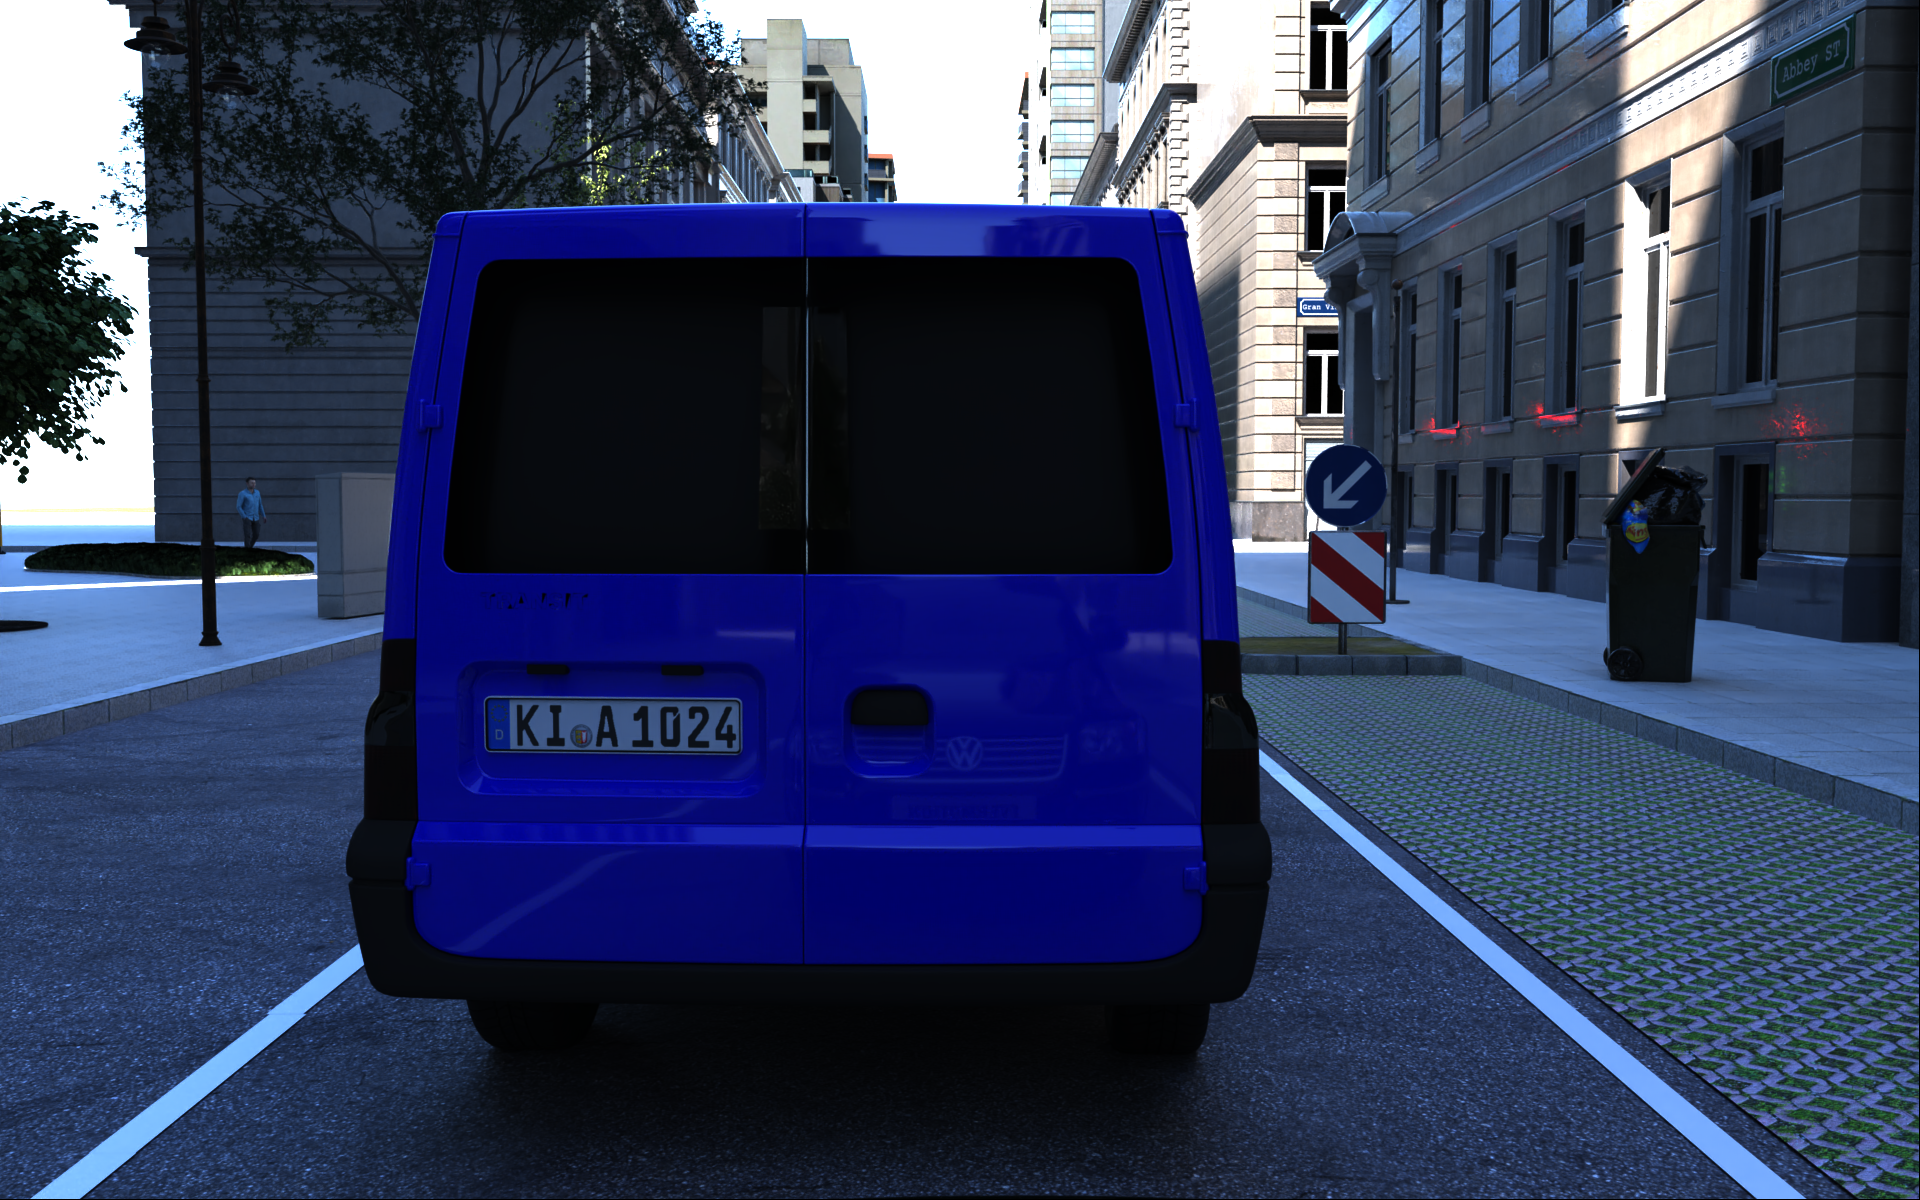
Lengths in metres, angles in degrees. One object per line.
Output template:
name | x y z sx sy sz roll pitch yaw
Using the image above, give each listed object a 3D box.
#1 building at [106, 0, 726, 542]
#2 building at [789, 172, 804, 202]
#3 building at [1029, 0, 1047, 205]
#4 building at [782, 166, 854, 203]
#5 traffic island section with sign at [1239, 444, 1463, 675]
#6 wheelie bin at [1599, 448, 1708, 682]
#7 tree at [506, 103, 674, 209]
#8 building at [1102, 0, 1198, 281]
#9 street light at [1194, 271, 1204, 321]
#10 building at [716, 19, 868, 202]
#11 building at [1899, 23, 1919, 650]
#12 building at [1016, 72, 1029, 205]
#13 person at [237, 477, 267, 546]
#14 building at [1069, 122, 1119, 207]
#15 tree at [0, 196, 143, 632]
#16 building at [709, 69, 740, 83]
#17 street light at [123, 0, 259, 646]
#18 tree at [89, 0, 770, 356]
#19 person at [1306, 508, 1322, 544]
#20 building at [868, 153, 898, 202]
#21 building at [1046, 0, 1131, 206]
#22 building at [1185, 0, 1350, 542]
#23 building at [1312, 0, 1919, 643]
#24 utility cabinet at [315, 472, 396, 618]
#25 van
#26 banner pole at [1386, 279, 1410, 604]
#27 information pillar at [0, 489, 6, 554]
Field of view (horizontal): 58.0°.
building | -15.867 -13.190 57.461 13.314 21.916 24.055 0 4 0
building | -14.798 -16.233 101.574 11.583 22.565 21.152 0 4 0
building | 19.948 -34.312 150.247 28.713 52.752 27.495 0 4 0
building | -16.835 -23.534 156.485 14.160 30.474 14.107 0 4 0
traffic island section with sign | 2.956 -0.361 14.537 1.989 1.847 2.006 0 4 0
wheelie bin | 4.826 -0.254 12.059 0.693 1.594 0.980 1 4 18
tree | -7.247 -4.998 32.083 4.737 8.622 4.395 0 3 0
building | 12.018 -14.673 68.789 11.050 23.489 19.941 0 4 0
street light | 4.718 -3.867 36.014 0.468 5.910 1.993 0 4 0
building | -20.620 -34.164 182.290 21.600 48.544 21.300 0 4 0
building | 13.992 -11.373 3.969 12.078 24.808 19.932 0 4 0
building | 17.103 -32.063 178.847 22.147 44.769 28.867 0 4 0
person | -15.908 -1.851 38.788 0.620 1.820 0.660 2 4 24
building | 11.465 -15.182 99.139 10.553 20.767 40.483 0 4 0
tree | -9.447 -1.991 16.260 4.285 4.588 4.351 0 3 0
building | -14.859 -14.915 80.009 11.583 22.565 21.152 0 4 0
street light | -6.359 -2.552 14.512 0.468 5.910 1.993 0 4 0
tree | -7.101 -5.439 23.344 8.767 10.594 7.601 -2 4 -26
person | 9.101 -2.312 44.387 0.519 1.759 0.362 -2 4 -35
building | -22.357 -34.302 215.454 28.867 44.769 22.147 0 4 0
building | 13.362 -27.288 129.751 14.154 41.232 14.086 0 4 0
building | 19.853 -15.521 51.028 25.104 27.353 12.463 0 4 0
building | 13.762 -14.552 23.836 13.634 28.700 20.117 0 4 0
utility cabinet | -6.340 -0.585 18.241 0.318 1.500 1.173 1 4 10
van | -0.257 -0.105 6.103 2.240 2.365 5.245 0 4 1
banner pole | 5.021 -1.837 20.051 0.401 3.779 0.863 1 4 17
information pillar | -20.628 -2.786 36.908 0.504 3.616 0.183 2 4 31
